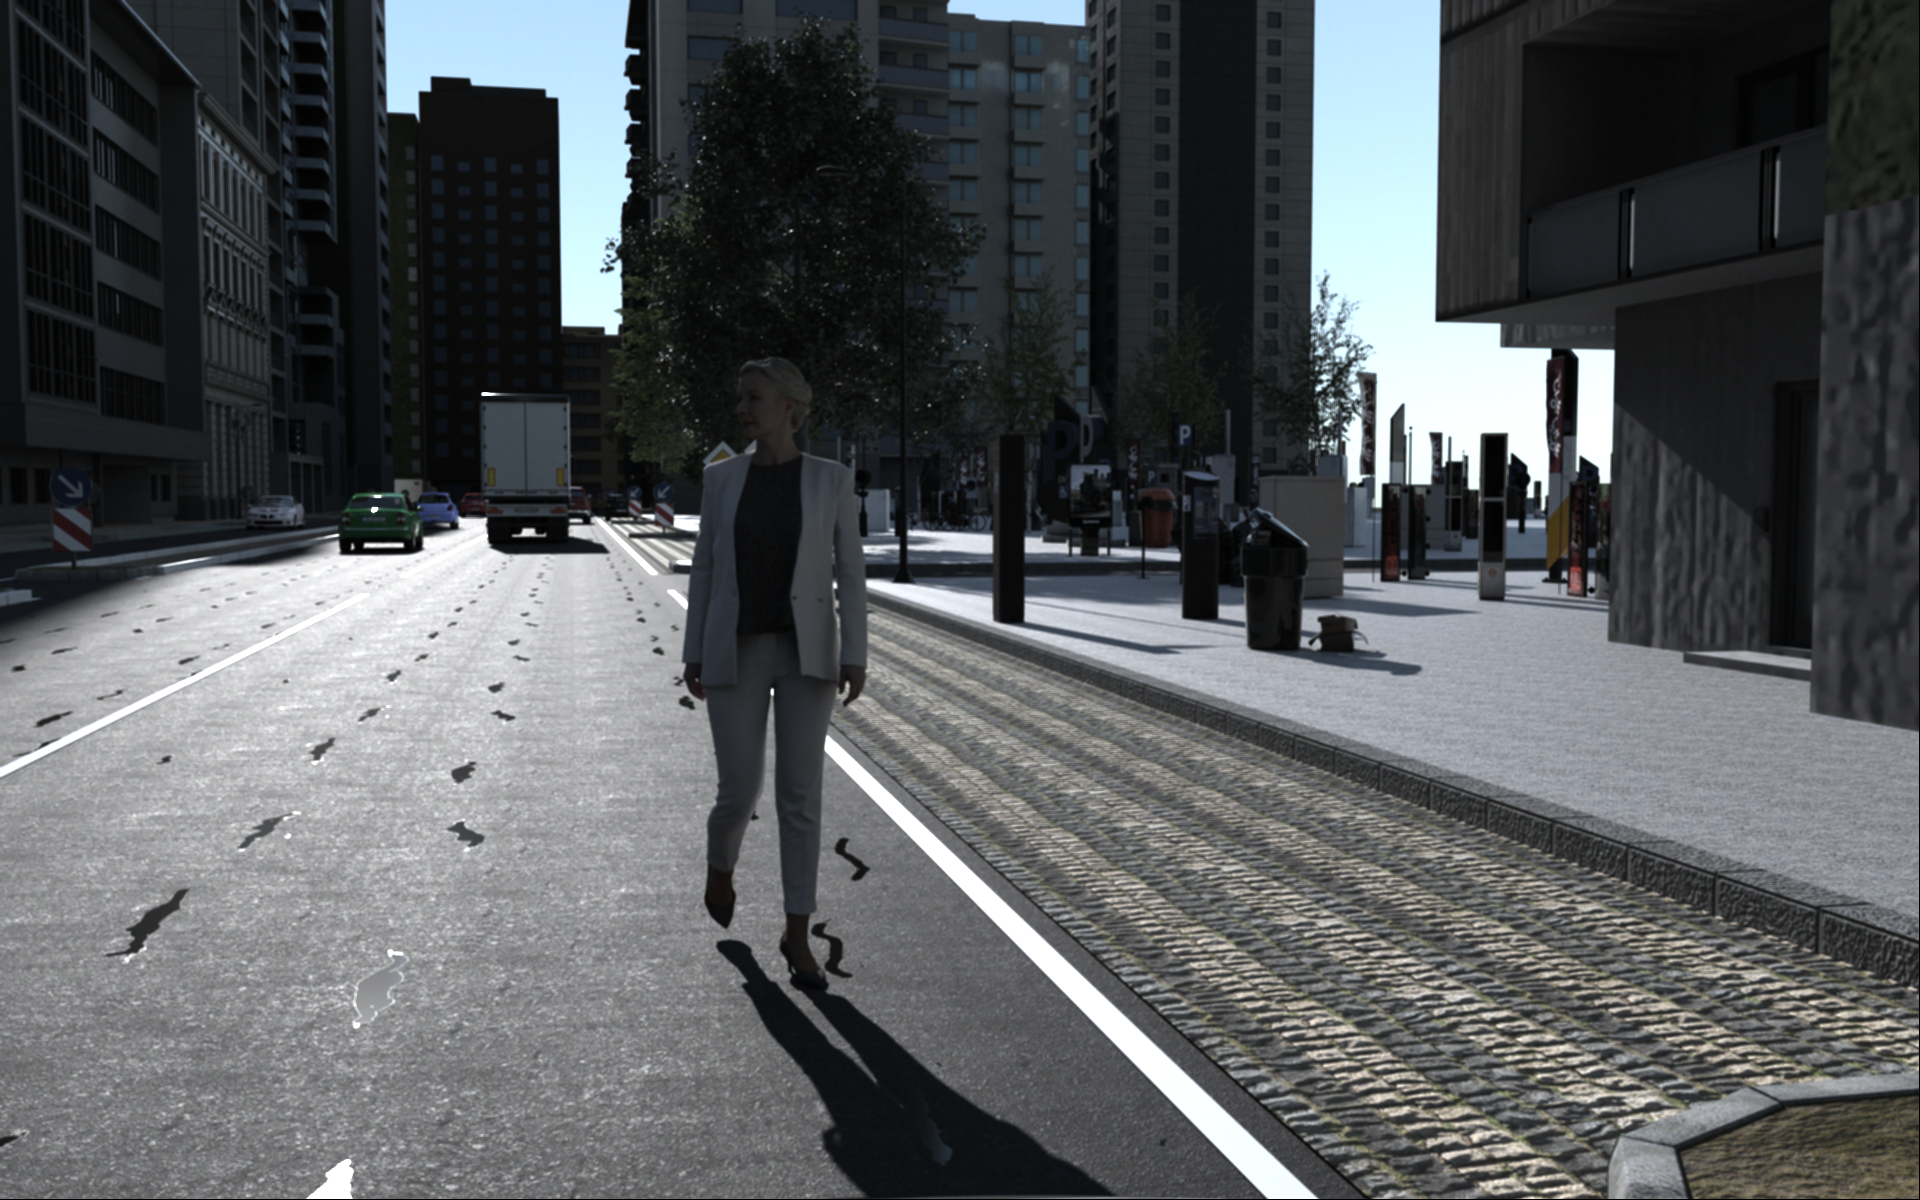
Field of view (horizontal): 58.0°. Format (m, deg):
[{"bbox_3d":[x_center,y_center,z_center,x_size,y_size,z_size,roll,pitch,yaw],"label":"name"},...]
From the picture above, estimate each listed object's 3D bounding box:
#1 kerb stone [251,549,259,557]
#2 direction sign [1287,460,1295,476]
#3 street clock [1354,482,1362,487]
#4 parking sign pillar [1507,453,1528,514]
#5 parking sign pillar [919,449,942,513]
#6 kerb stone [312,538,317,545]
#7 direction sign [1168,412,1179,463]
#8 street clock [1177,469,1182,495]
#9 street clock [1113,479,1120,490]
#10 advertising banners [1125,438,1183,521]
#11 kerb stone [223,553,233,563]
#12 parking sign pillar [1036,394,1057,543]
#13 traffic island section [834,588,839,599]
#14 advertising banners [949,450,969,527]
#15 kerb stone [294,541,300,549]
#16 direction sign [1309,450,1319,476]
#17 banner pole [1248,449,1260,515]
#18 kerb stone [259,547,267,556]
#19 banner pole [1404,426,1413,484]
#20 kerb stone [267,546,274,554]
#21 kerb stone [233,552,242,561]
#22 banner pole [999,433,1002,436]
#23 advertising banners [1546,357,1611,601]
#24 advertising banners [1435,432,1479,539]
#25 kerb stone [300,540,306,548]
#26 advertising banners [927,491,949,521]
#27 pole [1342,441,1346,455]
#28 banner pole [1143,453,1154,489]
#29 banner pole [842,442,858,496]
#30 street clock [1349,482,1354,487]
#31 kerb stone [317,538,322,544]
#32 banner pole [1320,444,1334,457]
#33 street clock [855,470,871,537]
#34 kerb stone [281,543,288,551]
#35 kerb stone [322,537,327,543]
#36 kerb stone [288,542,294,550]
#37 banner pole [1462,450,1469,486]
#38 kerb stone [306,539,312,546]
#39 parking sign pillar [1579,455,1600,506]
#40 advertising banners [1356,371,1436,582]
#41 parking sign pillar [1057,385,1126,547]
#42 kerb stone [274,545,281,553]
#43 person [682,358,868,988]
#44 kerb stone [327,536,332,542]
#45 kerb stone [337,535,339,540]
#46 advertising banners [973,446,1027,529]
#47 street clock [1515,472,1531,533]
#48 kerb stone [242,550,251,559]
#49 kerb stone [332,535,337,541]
[{"bbox_3d":[-16.122,-1.047,39.311,0.120,0.150,1.000,-1,4,-13],"label":"kerb stone"},{"bbox_3d":[21.956,-7.512,114.820,0.379,3.537,0.876,3,5,45],"label":"direction sign"},{"bbox_3d":[24.746,-6.253,106.812,0.471,2.002,0.358,1,4,20],"label":"street clock"},{"bbox_3d":[36.191,-7.584,112.476,1.447,3.967,1.447,-2,4,-30],"label":"parking sign pillar"},{"bbox_3d":[-1.734,-7.006,103.016,1.447,3.967,1.447,1,4,19],"label":"parking sign pillar"},{"bbox_3d":[-18.149,-1.599,48.341,0.120,0.150,1.000,-1,4,-13],"label":"kerb stone"},{"bbox_3d":[5.926,-3.432,48.106,0.379,3.537,0.876,-1,4,-9],"label":"direction sign"},{"bbox_3d":[5.639,-2.538,46.067,0.471,2.002,0.358,0,4,0],"label":"street clock"},{"bbox_3d":[7.568,-4.908,84.815,0.471,2.002,0.358,-1,4,-22],"label":"street clock"},{"bbox_3d":[6.145,-3.553,54.272,2.074,3.025,0.090,1,4,23],"label":"advertising banners"},{"bbox_3d":[-15.451,-0.862,36.300,0.120,0.150,1.000,-1,4,-13],"label":"kerb stone"},{"bbox_3d":[2.891,-3.523,46.075,1.447,3.967,1.447,-3,5,-40],"label":"parking sign pillar"},{"bbox_3d":[-2.653,-0.145,24.647,2.009,0.180,2.903,-1,4,-13],"label":"traffic island section"},{"bbox_3d":[-0.044,-4.428,68.592,0.090,3.025,2.074,-1,4,-15],"label":"advertising banners"},{"bbox_3d":[-17.479,-1.415,45.328,0.120,0.150,1.000,-1,4,-13],"label":"kerb stone"},{"bbox_3d":[18.232,-5.891,88.319,0.876,3.537,0.379,2,4,29],"label":"direction sign"},{"bbox_3d":[16.069,-6.423,95.029,0.863,3.779,0.401,0,4,2],"label":"banner pole"},{"bbox_3d":[-16.351,-1.108,40.308,0.120,0.150,1.000,-1,4,-13],"label":"kerb stone"},{"bbox_3d":[16.475,-4.539,64.229,0.863,3.779,0.401,3,5,40],"label":"banner pole"},{"bbox_3d":[-16.578,-1.170,41.322,0.120,0.150,1.000,-1,4,-13],"label":"kerb stone"},{"bbox_3d":[-15.688,-0.924,37.304,0.120,0.150,1.000,-1,4,-13],"label":"kerb stone"},{"bbox_3d":[1.635,-4.991,71.621,0.401,3.779,0.863,0,4,-4],"label":"banner pole"},{"bbox_3d":[7.732,-1.553,21.581,0.090,3.025,2.074,0,4,-5],"label":"advertising banners"},{"bbox_3d":[14.070,-3.246,49.266,2.074,3.025,0.090,-2,4,-30],"label":"advertising banners"},{"bbox_3d":[-17.699,-1.476,46.326,0.120,0.150,1.000,-1,4,-13],"label":"kerb stone"},{"bbox_3d":[-0.542,-5.225,81.609,2.074,3.025,0.090,-1,4,-19],"label":"advertising banners"},{"bbox_3d":[14.656,-4.428,66.240,0.158,3.312,0.155,0,3,0],"label":"pole"},{"bbox_3d":[11.615,-7.101,106.122,0.863,3.779,0.401,1,4,21],"label":"banner pole"},{"bbox_3d":[-5.347,-5.660,82.551,0.863,3.779,0.401,-1,4,-9],"label":"banner pole"},{"bbox_3d":[24.438,-6.307,107.687,0.471,2.002,0.358,-2,4,-30],"label":"street clock"},{"bbox_3d":[-18.371,-1.660,49.342,0.120,0.150,1.000,-1,4,-13],"label":"kerb stone"},{"bbox_3d":[18.425,-5.923,86.857,0.863,3.779,0.401,0,4,5],"label":"banner pole"},{"bbox_3d":[-2.893,-2.884,51.725,0.471,2.002,0.358,3,5,40],"label":"street clock"},{"bbox_3d":[-17.020,-1.292,43.325,0.120,0.150,1.000,-1,4,-13],"label":"kerb stone"},{"bbox_3d":[-18.597,-1.722,50.348,0.120,0.150,1.000,-1,4,-13],"label":"kerb stone"},{"bbox_3d":[-17.253,-1.353,44.320,0.120,0.150,1.000,-1,4,-13],"label":"kerb stone"},{"bbox_3d":[28.819,-6.658,98.880,0.401,3.779,0.863,-1,4,-8],"label":"banner pole"},{"bbox_3d":[-17.925,-1.538,47.335,0.120,0.150,1.000,-1,4,-13],"label":"kerb stone"},{"bbox_3d":[43.414,-8.014,119.500,1.447,3.967,1.447,0,4,5],"label":"parking sign pillar"},{"bbox_3d":[6.358,-1.789,25.431,0.090,3.025,2.074,3,5,44],"label":"advertising banners"},{"bbox_3d":[3.343,-3.296,42.359,1.447,3.967,1.447,-1,4,-13],"label":"parking sign pillar"},{"bbox_3d":[-16.805,-1.229,42.325,0.120,0.150,1.000,-1,4,-13],"label":"kerb stone"},{"bbox_3d":[-0.586,0.187,5.322,0.514,1.842,0.818,-1,4,-20],"label":"person"},{"bbox_3d":[-18.826,-1.776,51.356,0.120,0.150,1.000,-1,4,-13],"label":"kerb stone"},{"bbox_3d":[-19.267,-1.905,53.355,0.120,0.150,1.000,-1,4,-13],"label":"kerb stone"},{"bbox_3d":[1.524,-4.127,63.660,2.074,3.025,0.090,0,4,2],"label":"advertising banners"},{"bbox_3d":[18.497,-3.205,56.975,0.471,2.002,0.358,2,4,24],"label":"street clock"},{"bbox_3d":[-15.904,-0.983,38.313,0.120,0.150,1.000,-1,4,-13],"label":"kerb stone"},{"bbox_3d":[-19.051,-1.845,52.353,0.120,0.150,1.000,-1,4,-13],"label":"kerb stone"}]
